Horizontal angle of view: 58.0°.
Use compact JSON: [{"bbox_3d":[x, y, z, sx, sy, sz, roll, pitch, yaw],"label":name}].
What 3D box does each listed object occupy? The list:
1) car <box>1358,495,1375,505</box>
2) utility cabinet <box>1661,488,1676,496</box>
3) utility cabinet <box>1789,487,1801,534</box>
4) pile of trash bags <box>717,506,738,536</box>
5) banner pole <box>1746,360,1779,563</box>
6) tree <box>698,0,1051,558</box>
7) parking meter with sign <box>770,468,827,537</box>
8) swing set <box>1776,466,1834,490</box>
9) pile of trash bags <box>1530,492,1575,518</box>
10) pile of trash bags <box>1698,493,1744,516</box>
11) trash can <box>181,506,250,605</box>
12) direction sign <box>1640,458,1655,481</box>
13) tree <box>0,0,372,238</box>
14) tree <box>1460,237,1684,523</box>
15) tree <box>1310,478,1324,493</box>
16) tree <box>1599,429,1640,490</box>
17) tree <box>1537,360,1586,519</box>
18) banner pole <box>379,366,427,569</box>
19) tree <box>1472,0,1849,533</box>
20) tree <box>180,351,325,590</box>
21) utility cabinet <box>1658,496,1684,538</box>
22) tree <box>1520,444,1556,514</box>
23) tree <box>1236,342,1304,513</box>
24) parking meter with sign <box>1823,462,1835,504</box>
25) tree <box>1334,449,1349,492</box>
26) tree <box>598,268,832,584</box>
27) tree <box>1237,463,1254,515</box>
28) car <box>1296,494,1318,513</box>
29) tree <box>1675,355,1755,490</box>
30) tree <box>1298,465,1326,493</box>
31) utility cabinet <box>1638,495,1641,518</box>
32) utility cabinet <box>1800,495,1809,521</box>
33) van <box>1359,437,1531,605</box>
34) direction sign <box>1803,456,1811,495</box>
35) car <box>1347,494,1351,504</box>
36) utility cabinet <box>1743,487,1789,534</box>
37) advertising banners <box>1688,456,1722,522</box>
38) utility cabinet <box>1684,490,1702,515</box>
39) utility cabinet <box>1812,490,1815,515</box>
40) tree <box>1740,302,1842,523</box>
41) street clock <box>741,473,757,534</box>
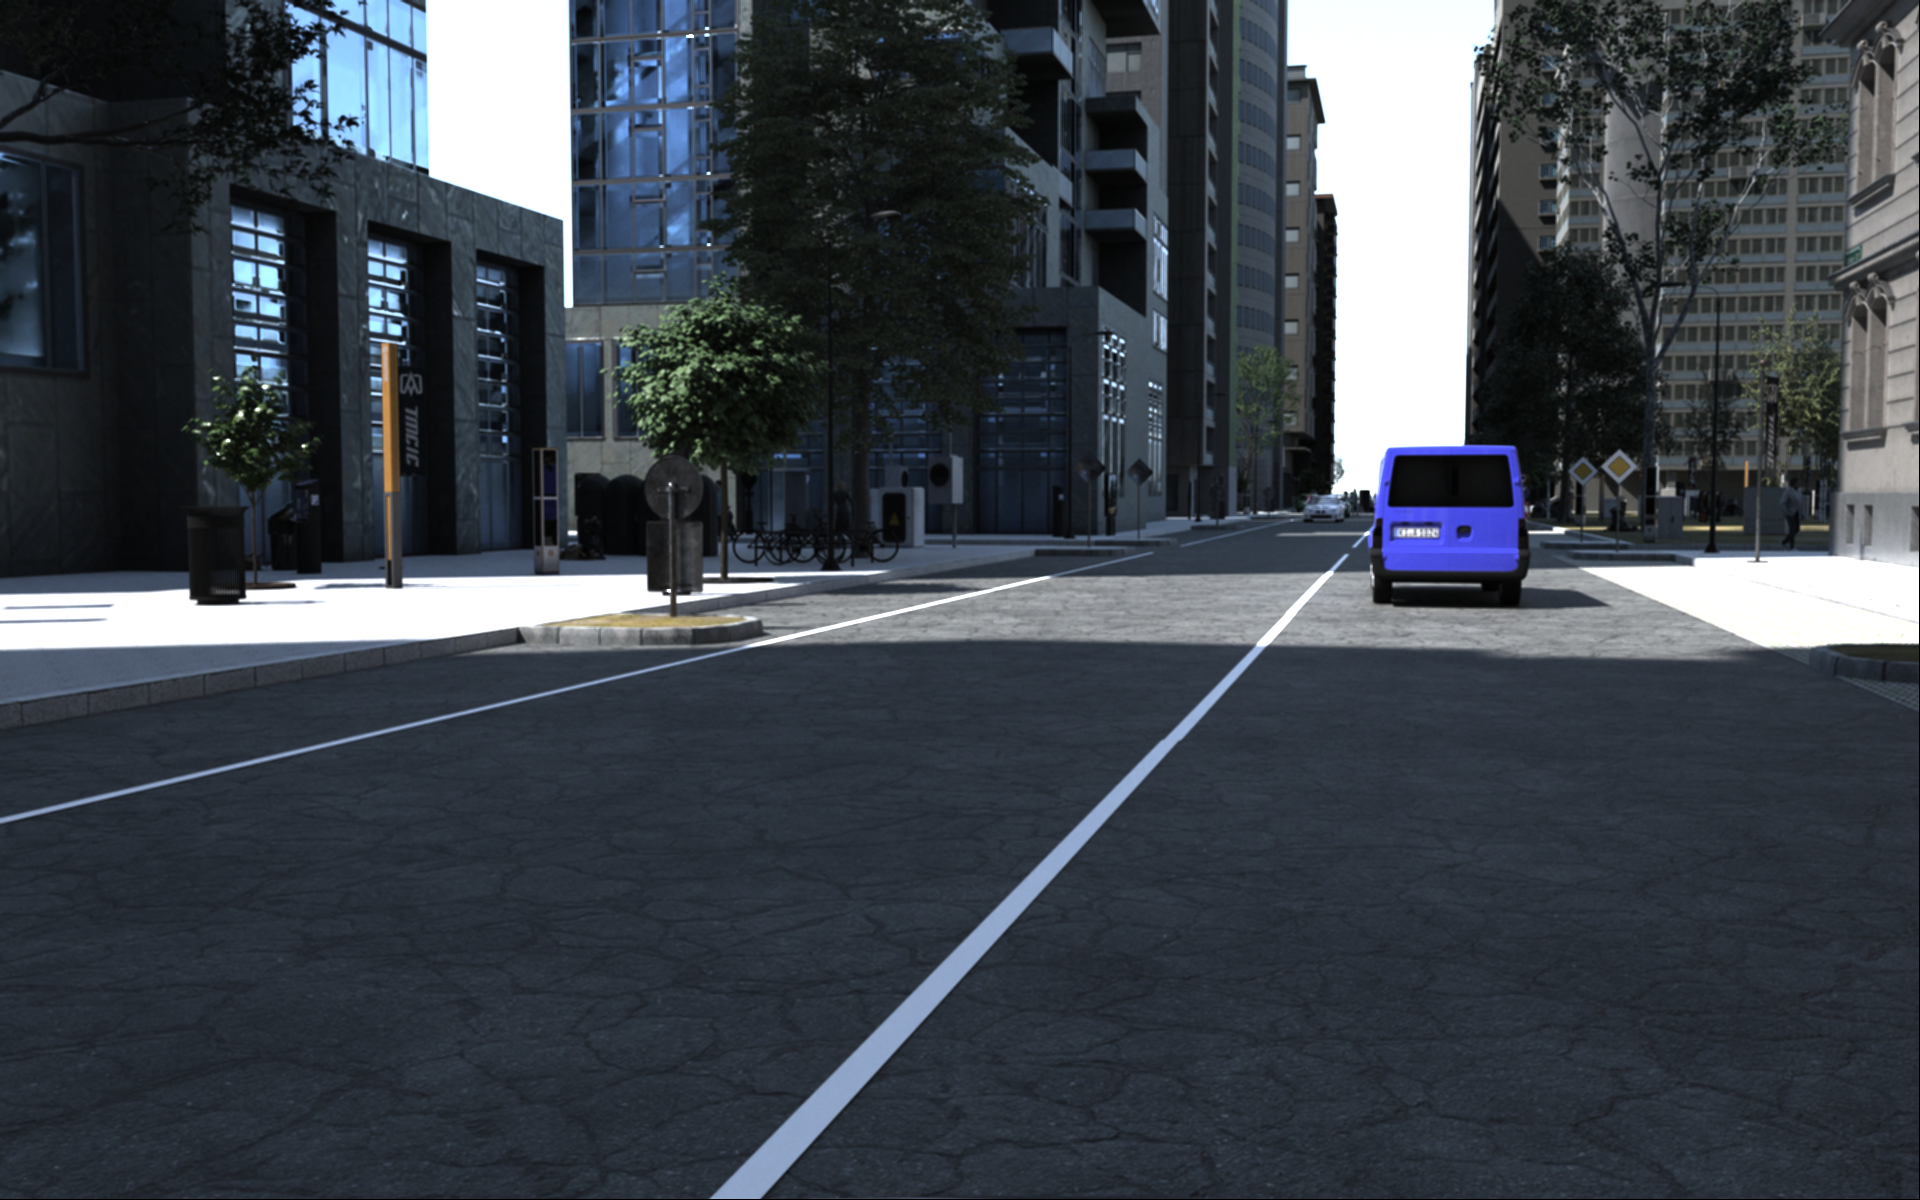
[{"bbox_3d":[52.399,-12.898,223.240,2.083,1.381,4.827,1,4,14],"label":"car"},{"bbox_3d":[26.687,-3.463,65.294,0.318,1.500,1.173,1,4,11],"label":"utility cabinet"},{"bbox_3d":[26.252,-2.845,55.193,1.173,1.500,0.318,-2,4,-26],"label":"utility cabinet"},{"bbox_3d":[-8.497,-2.672,53.447,3.447,1.369,1.912,2,4,34],"label":"pile of trash bags"},{"bbox_3d":[15.143,-2.600,32.525,0.863,3.779,0.401,-3,4,-38],"label":"banner pole"},{"bbox_3d":[-1.750,-7.134,34.769,7.486,12.596,7.792,0,3,0],"label":"tree"},{"bbox_3d":[-4.840,-3.381,51.542,1.738,3.016,0.543,1,4,14],"label":"parking meter with sign"},{"bbox_3d":[47.467,-6.114,97.588,3.119,2.851,2.862,2,4,32],"label":"swing set"},{"bbox_3d":[32.487,-5.161,94.136,1.912,1.369,3.447,3,5,43],"label":"pile of trash bags"},{"bbox_3d":[43.931,-5.530,100.175,3.447,1.369,1.912,-2,4,-29],"label":"pile of trash bags"},{"bbox_3d":[-8.660,-0.522,20.184,0.748,1.137,0.748,0,3,0],"label":"trash can"},{"bbox_3d":[41.907,-6.949,105.620,0.876,3.537,0.379,2,4,31],"label":"direction sign"},{"bbox_3d":[-6.676,-4.645,10.352,7.601,10.594,8.767,-1,4,-11],"label":"tree"},{"bbox_3d":[27.280,-9.811,77.420,9.611,12.733,9.660,0,3,0],"label":"tree"},{"bbox_3d":[39.298,-12.064,191.843,1.663,3.219,1.824,0,3,0],"label":"tree"},{"bbox_3d":[42.577,-9.844,111.318,4.360,8.622,3.978,0,3,0],"label":"tree"},{"bbox_3d":[30.306,-8.440,88.357,4.737,8.622,4.395,0,3,0],"label":"tree"},{"bbox_3d":[-9.571,-2.431,29.767,0.863,3.779,0.401,-2,4,-25],"label":"banner pole"},{"bbox_3d":[23.960,-12.233,55.903,12.611,20.169,13.585,0,3,0],"label":"tree"},{"bbox_3d":[-9.488,-1.772,23.578,1.663,3.219,1.824,0,3,0],"label":"tree"},{"bbox_3d":[20.420,-2.388,50.212,1.020,1.237,0.306,0,4,-7],"label":"utility cabinet"},{"bbox_3d":[36.809,-7.856,112.166,4.285,4.588,4.351,0,3,0],"label":"tree"},{"bbox_3d":[19.610,-11.728,117.503,9.928,11.665,9.643,0,3,0],"label":"tree"},{"bbox_3d":[47.476,-5.970,93.871,1.738,3.016,0.543,-2,4,-24],"label":"parking meter with sign"},{"bbox_3d":[60.249,-19.973,276.922,4.737,8.622,4.395,0,3,0],"label":"tree"},{"bbox_3d":[-3.549,-2.544,25.304,4.285,4.588,4.351,0,3,0],"label":"tree"},{"bbox_3d":[17.071,-6.876,107.025,1.663,3.219,1.824,0,3,0],"label":"tree"},{"bbox_3d":[26.781,-7.597,133.001,1.959,1.807,4.718,1,4,12],"label":"car"},{"bbox_3d":[40.273,-8.694,92.511,4.360,8.622,3.978,0,3,0],"label":"tree"},{"bbox_3d":[39.557,-12.972,195.802,4.285,4.588,4.351,0,3,0],"label":"tree"},{"bbox_3d":[37.442,-5.083,94.274,1.020,1.237,0.306,-1,4,-11],"label":"utility cabinet"},{"bbox_3d":[40.419,-4.434,83.651,1.020,1.237,0.306,2,4,33],"label":"utility cabinet"},{"bbox_3d":[6.704,-1.208,24.133,2.240,2.365,5.245,1,4,13],"label":"van"},{"bbox_3d":[49.856,-6.729,102.017,0.876,3.537,0.379,-3,5,-39],"label":"direction sign"},{"bbox_3d":[51.799,-13.505,230.589,2.009,1.686,4.222,1,4,15],"label":"car"},{"bbox_3d":[25.363,-2.809,54.608,1.173,1.500,0.318,1,4,20],"label":"utility cabinet"},{"bbox_3d":[34.175,-5.096,79.509,0.090,3.025,2.074,-1,4,-21],"label":"advertising banners"},{"bbox_3d":[43.607,-5.782,103.212,1.173,1.500,0.318,-1,4,-18],"label":"utility cabinet"},{"bbox_3d":[53.107,-5.998,106.740,1.173,1.500,0.318,-1,4,-15],"label":"utility cabinet"},{"bbox_3d":[32.345,-7.167,67.542,4.737,8.622,4.395,0,3,0],"label":"tree"},{"bbox_3d":[-6.716,-3.094,55.158,0.471,2.002,0.358,1,4,19],"label":"street clock"}]
